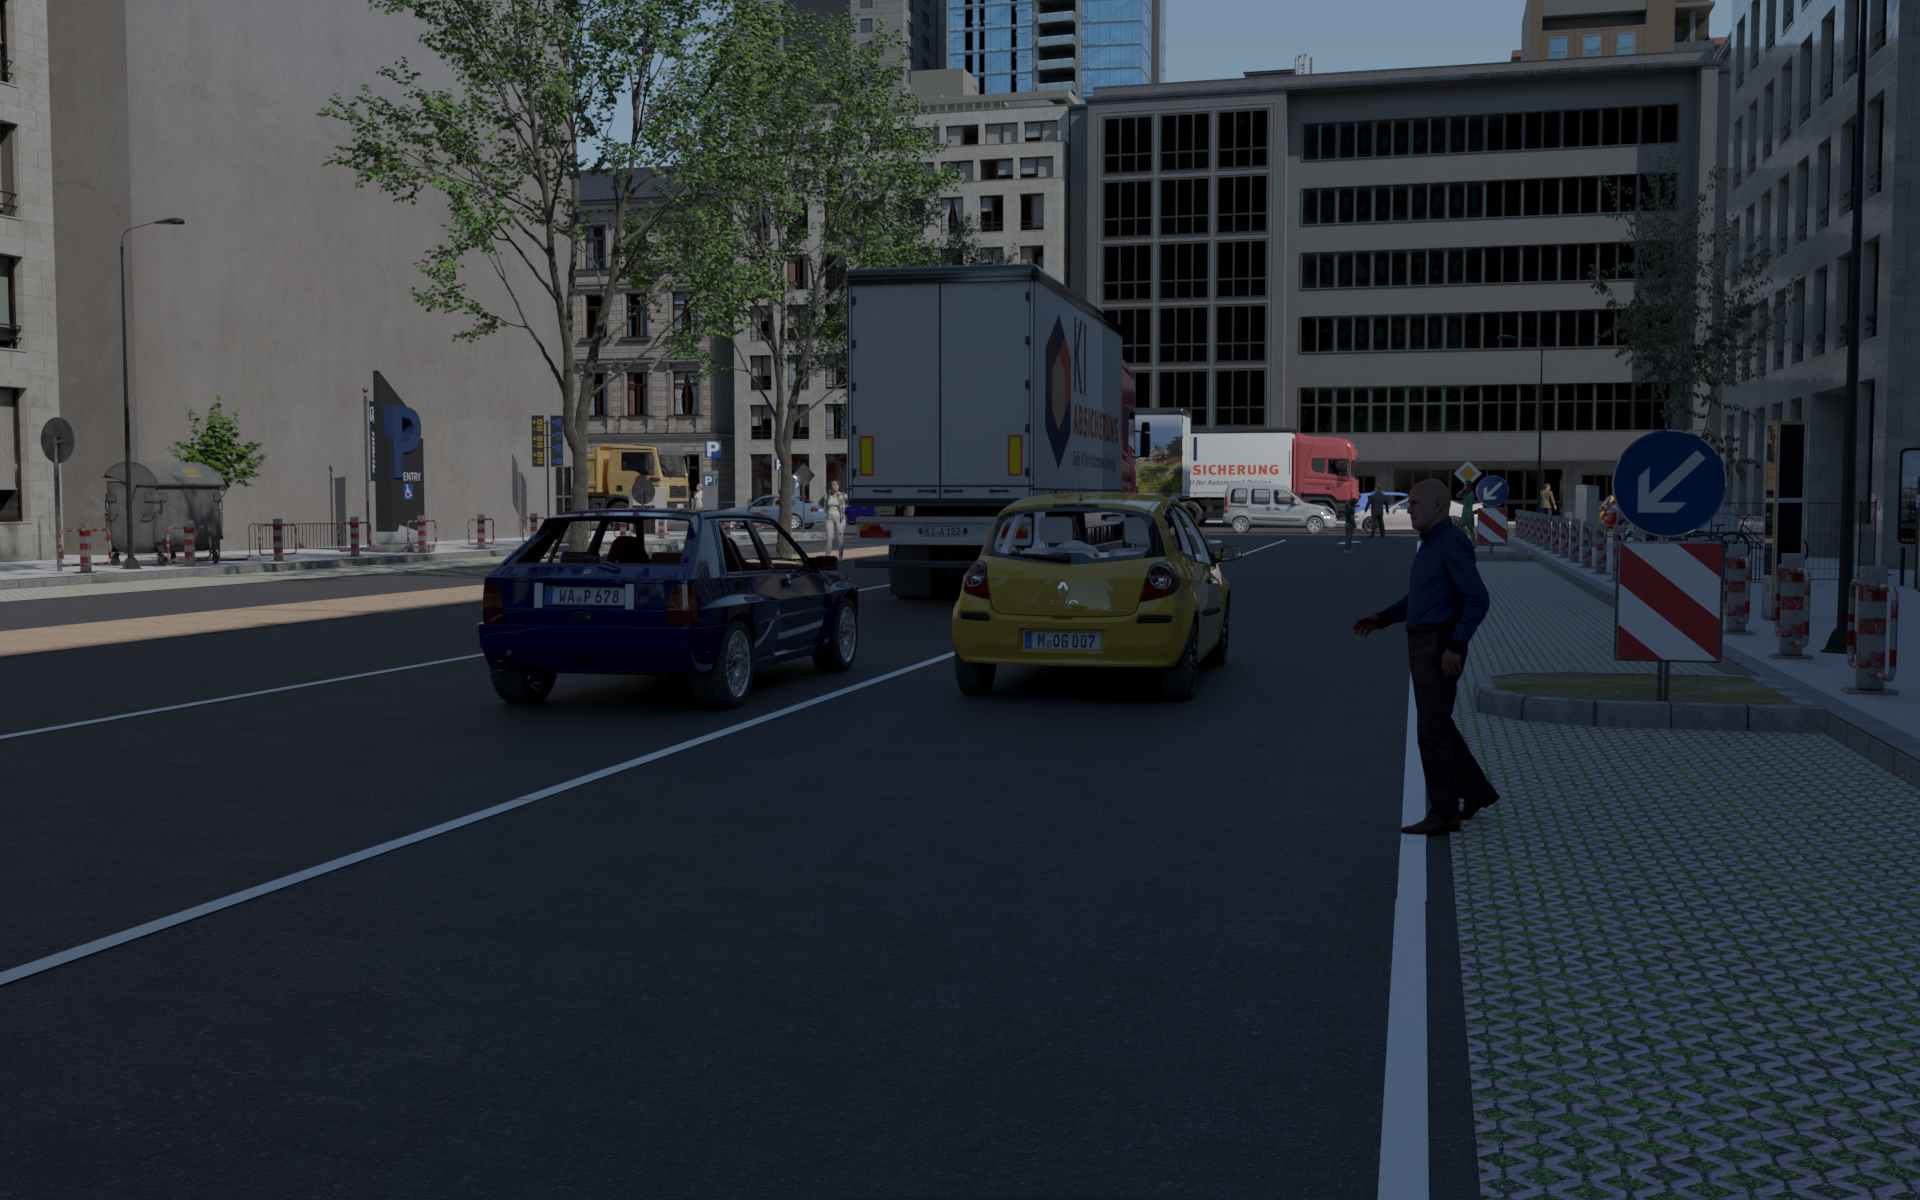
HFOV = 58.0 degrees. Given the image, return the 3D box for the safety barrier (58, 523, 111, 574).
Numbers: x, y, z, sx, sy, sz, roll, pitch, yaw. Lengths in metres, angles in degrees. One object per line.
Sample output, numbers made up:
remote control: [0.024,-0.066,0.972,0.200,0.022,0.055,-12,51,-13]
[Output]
safety barrier: [-14.159,-0.842,28.035,0.300,0.817,1.120,1,4,15]

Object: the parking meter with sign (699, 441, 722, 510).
parking meter with sign: [-8.097,-3.650,55.942,0.543,3.016,1.738,0,4,1]

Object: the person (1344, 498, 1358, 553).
person: [9.499,-1.820,42.169,0.340,1.345,0.435,-3,4,-38]

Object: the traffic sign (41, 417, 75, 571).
traffic sign: [-14.958,-1.748,28.692,0.768,2.556,0.104,1,4,23]

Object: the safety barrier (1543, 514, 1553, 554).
safety barrier: [12.775,-1.399,37.152,0.300,0.817,1.120,1,4,15]

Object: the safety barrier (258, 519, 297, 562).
safety barrier: [-12.902,-1.131,32.766,0.300,0.817,1.120,1,4,15]

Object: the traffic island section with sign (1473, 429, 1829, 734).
traffic island section with sign: [4.450,-0.171,11.429,1.989,1.847,2.006,1,4,15]

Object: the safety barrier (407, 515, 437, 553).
safety barrier: [-11.646,-1.420,37.495,0.300,0.817,1.120,1,4,15]

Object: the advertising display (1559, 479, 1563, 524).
advertising display: [26.154,-4.290,75.359,0.123,1.923,0.974,1,4,19]

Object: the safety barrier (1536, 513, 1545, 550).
safety barrier: [13.400,-1.544,39.512,0.300,0.817,1.120,1,4,15]

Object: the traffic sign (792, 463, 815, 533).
traffic sign: [-5.090,-3.226,56.391,0.795,2.450,0.064,1,4,15]

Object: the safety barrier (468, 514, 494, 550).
safety barrier: [-11.019,-1.565,39.858,0.300,0.817,1.120,1,4,15]

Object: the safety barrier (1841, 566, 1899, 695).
safety barrier: [5.857,0.192,11.128,0.300,0.817,1.120,1,4,15]

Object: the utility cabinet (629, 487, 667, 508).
utility cabinet: [-9.922,-2.839,55.100,1.173,1.500,0.318,-3,4,-37]

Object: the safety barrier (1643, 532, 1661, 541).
safety barrier: [8.373,-0.386,20.584,0.300,0.817,1.120,1,4,15]

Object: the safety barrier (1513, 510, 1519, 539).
safety barrier: [15.913,-2.122,48.971,0.300,0.817,1.120,1,4,15]

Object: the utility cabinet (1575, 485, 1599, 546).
utility cabinet: [15.467,-2.081,42.697,0.318,1.500,1.173,0,4,7]

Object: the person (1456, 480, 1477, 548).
person: [13.320,-2.239,45.351,0.529,1.795,0.600,-1,4,-9]

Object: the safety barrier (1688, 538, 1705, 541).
safety barrier: [7.739,-0.241,18.223,0.300,0.817,1.120,1,4,15]

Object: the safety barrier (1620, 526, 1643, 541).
safety barrier: [9.003,-0.532,22.966,0.300,0.817,1.120,1,4,15]

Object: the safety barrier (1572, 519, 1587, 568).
safety barrier: [10.891,-0.966,30.064,0.300,0.817,1.120,1,4,15]

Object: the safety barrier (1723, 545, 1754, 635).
safety barrier: [7.116,-0.097,15.862,0.300,0.817,1.120,1,4,15]

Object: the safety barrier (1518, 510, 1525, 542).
safety barrier: [15.287,-1.978,46.612,0.300,0.817,1.120,1,4,15]

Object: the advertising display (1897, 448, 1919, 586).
advertising display: [13.426,-1.137,23.798,0.123,1.923,0.974,-3,5,-43]

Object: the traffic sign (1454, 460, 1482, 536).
traffic sign: [14.956,-2.900,51.063,0.795,2.450,0.064,1,4,15]

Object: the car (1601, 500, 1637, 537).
car: [23.542,-2.941,57.119,4.494,1.783,2.155,1,4,13]

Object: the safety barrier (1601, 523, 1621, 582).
safety barrier: [9.631,-0.676,25.331,0.300,0.817,1.120,1,4,15]

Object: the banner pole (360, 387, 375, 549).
banner pole: [-13.912,-3.116,40.956,0.401,3.779,0.863,1,4,9]

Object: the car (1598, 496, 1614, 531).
car: [26.767,-3.491,67.306,3.980,1.641,2.015,1,4,15]

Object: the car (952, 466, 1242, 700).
car: [1.157,-0.208,13.622,2.015,1.641,3.980,1,4,14]

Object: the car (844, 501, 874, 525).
car: [-3.983,-4.100,79.613,3.894,1.354,1.945,1,4,16]

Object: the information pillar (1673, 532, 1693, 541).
information pillar: [10.561,-1.281,25.434,0.304,2.012,0.304,-3,5,-43]

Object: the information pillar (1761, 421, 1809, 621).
information pillar: [8.349,-0.798,17.541,0.304,2.012,0.304,0,4,6]

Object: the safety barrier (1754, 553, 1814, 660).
safety barrier: [6.486,0.047,13.501,0.300,0.817,1.120,1,4,15]

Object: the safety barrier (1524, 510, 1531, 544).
safety barrier: [14.654,-1.832,44.231,0.300,0.817,1.120,1,4,15]

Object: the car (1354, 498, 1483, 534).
car: [16.524,-3.090,62.889,4.827,1.381,2.083,1,4,15]

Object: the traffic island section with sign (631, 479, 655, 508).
traffic island section with sign: [-8.189,-2.137,43.568,1.989,1.847,2.006,1,4,15]

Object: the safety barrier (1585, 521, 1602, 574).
safety barrier: [10.258,-0.821,27.692,0.300,0.817,1.120,1,4,15]

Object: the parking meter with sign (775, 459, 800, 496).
parking meter with sign: [-8.352,-5.490,86.018,1.738,3.016,0.543,2,4,33]

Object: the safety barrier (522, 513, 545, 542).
safety barrier: [-10.390,-1.709,42.225,0.300,0.817,1.120,1,4,15]

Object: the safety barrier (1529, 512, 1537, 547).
safety barrier: [14.026,-1.688,41.872,0.300,0.817,1.120,1,4,15]

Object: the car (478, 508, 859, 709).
car: [-2.001,-0.027,13.028,1.945,1.354,3.894,1,4,13]

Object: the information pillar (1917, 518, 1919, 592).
information pillar: [12.732,-1.105,22.561,0.304,2.012,0.304,-2,4,-27]

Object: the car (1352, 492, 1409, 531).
car: [16.874,-3.499,66.799,3.694,1.707,1.945,1,4,14]

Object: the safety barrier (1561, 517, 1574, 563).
safety barrier: [11.516,-1.110,32.431,0.300,0.817,1.120,1,4,15]

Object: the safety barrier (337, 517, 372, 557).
safety barrier: [-12.278,-1.276,35.132,0.300,0.817,1.120,1,4,15]

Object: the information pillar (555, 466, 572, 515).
information pillar: [-10.289,-2.476,44.976,0.304,2.012,0.304,2,4,32]

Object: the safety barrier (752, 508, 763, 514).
safety barrier: [-6.616,-2.578,56.418,0.300,0.817,1.120,1,4,15]

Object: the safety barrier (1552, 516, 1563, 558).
safety barrier: [12.148,-1.255,34.789,0.300,0.817,1.120,1,4,15]

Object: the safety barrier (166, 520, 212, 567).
safety barrier: [-13.528,-0.987,30.407,0.300,0.817,1.120,1,4,15]

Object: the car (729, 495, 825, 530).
car: [-7.718,-3.613,71.067,4.499,1.417,2.014,1,4,15]
